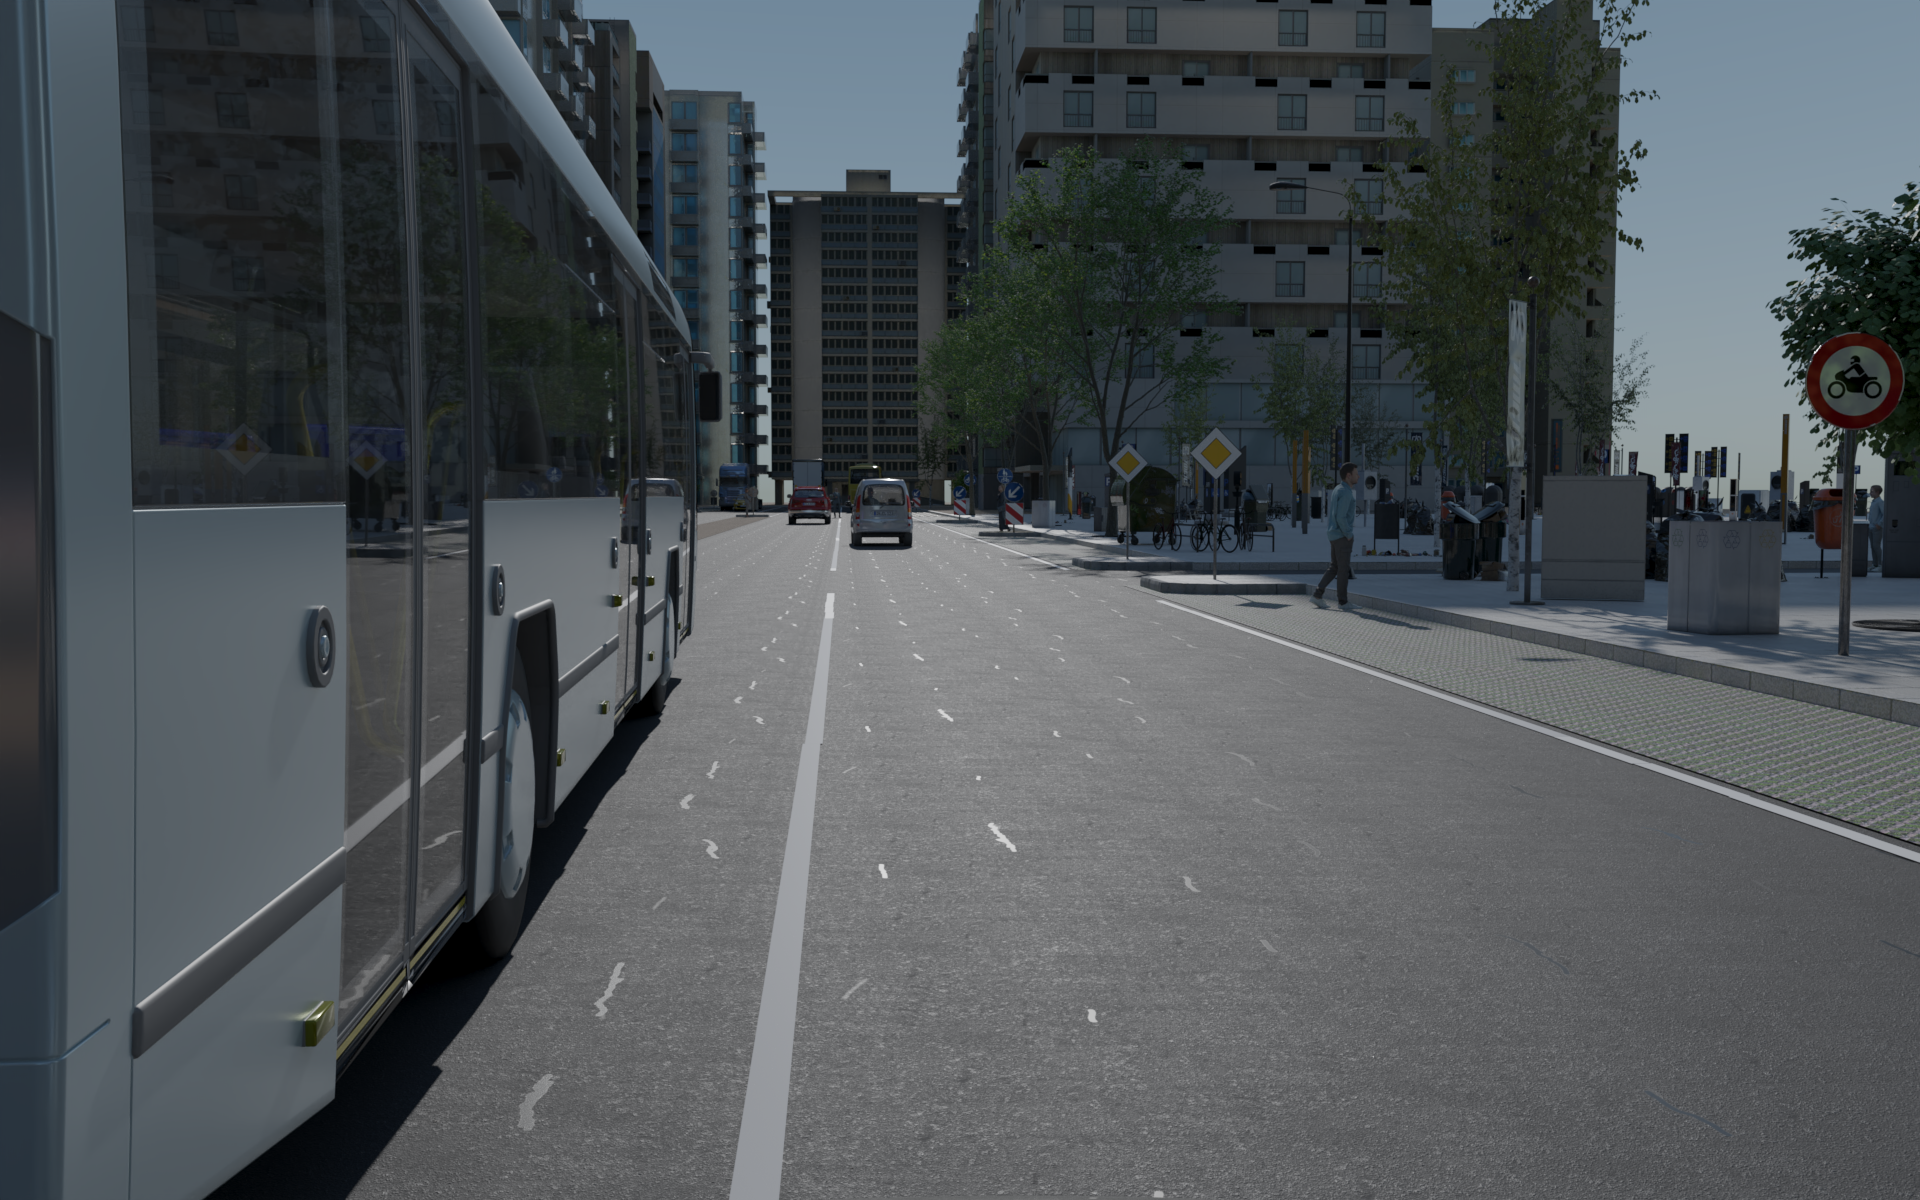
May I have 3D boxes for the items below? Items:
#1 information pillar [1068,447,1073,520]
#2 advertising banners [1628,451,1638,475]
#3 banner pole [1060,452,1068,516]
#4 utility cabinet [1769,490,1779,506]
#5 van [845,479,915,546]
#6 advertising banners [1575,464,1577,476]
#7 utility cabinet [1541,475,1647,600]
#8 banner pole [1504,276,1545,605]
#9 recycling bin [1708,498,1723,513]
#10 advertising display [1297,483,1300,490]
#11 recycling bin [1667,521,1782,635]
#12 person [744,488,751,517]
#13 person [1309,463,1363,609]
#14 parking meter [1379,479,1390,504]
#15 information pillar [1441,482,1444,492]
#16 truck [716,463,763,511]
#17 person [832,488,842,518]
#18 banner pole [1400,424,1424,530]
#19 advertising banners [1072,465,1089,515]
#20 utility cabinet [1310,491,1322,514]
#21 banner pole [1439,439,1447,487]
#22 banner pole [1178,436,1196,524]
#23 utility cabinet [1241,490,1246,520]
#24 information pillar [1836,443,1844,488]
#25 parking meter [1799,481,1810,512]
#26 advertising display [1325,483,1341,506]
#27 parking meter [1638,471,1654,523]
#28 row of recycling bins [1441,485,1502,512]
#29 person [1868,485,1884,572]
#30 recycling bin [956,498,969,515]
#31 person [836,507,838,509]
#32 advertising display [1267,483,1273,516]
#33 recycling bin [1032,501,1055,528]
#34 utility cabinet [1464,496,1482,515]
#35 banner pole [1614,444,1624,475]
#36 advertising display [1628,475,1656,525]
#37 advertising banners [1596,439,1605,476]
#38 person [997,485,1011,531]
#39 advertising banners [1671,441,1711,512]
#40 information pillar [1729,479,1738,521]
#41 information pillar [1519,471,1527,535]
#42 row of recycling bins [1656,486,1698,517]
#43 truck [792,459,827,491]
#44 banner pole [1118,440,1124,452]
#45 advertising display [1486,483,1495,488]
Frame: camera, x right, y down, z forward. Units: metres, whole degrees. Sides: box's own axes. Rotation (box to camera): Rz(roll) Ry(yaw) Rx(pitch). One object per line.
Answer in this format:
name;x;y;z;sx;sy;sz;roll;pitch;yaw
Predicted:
information pillar;5.513;-5.832;86.706;0.183;3.616;0.504;1;4;20
advertising banners;27.233;-4.614;71.630;0.090;3.025;2.074;-2;4;-24
banner pole;6.302;-6.882;102.543;0.863;3.779;0.401;-3;5;-40
utility cabinet;48.801;-5.861;104.502;0.318;1.500;1.173;-2;4;-29
van;-2.254;-2.583;49.245;2.013;2.044;4.112;0;4;-5
advertising banners;31.850;-5.692;89.251;0.090;3.025;2.074;1;4;12
utility cabinet;7.659;-0.749;20.932;1.173;1.500;0.318;1;4;22
banner pole;6.441;-1.825;19.859;0.401;3.779;0.863;3;5;42
recycling bin;46.951;-5.819;107.699;0.722;1.027;0.722;3;5;41
advertising display;18.904;-5.611;96.957;0.123;1.923;0.974;1;4;16
recycling bin;7.099;-0.217;16.100;0.722;1.027;0.722;-1;4;-12
person;-12.900;-5.921;105.589;0.573;1.790;0.520;-3;5;-43
person;4.688;-0.798;21.568;0.620;1.820;0.660;0;4;-4
parking meter;16.236;-3.701;66.215;0.399;1.863;0.255;-3;5;-41
information pillar;28.780;-6.030;103.074;0.304;2.012;0.304;2;4;32
truck;-19.800;-10.224;156.921;2.967;4.110;18.799;0;4;-2
person;-7.413;-5.867;104.601;0.661;1.801;0.590;-2;4;-28
banner pole;16.098;-4.383;61.681;0.863;3.779;0.401;-1;4;-15
advertising banners;7.238;-6.653;104.969;0.090;3.025;2.074;3;4;37
utility cabinet;22.055;-6.060;107.752;0.318;1.500;1.173;-2;4;-26
banner pole;21.843;-5.405;78.387;0.401;3.779;0.863;-1;4;-12
banner pole;9.706;-5.219;75.351;0.863;3.779;0.401;-3;4;-36
utility cabinet;14.234;-4.663;84.926;0.318;1.500;1.173;-2;4;-26
information pillar;35.673;-4.808;69.959;0.504;3.616;0.183;1;4;9
parking meter;36.530;-4.235;74.945;0.255;1.863;0.399;0;4;-7
advertising display;22.352;-6.014;103.549;0.974;1.923;0.123;1;4;18
parking meter;17.270;-2.319;43.627;0.399;1.863;0.255;1;4;23
row of recycling bins;23.866;-4.514;80.909;1.069;1.692;3.534;-2;4;-29
person;16.973;-1.333;32.098;0.330;1.601;0.589;1;4;14
recycling bin;0.204;-5.714;105.975;0.722;1.027;0.722;-1;4;-16
person;-12.110;-9.747;168.394;0.750;1.759;0.617;3;5;43
advertising display;18.293;-5.934;102.242;0.123;1.923;0.974;0;4;-4
recycling bin;3.205;-3.292;66.377;0.722;1.027;0.722;2;4;24
utility cabinet;19.394;-3.326;65.540;0.306;1.237;1.020;0;4;-6
banner pole;32.967;-5.914;86.706;0.863;3.779;0.401;-2;4;-30
advertising display;23.375;-3.320;59.491;0.974;1.923;0.123;1;4;21
advertising banners;20.519;-3.583;54.766;0.090;3.025;2.074;0;4;4
person;1.568;-3.286;62.647;0.534;1.772;0.576;-1;4;-13
advertising banners;24.071;-3.728;57.143;0.090;3.025;2.074;-1;4;-12
information pillar;37.199;-4.818;83.272;0.304;2.012;0.304;3;4;38
information pillar;17.582;-3.056;54.456;0.304;2.012;0.304;-2;4;-35
row of recycling bins;41.019;-5.743;101.011;3.534;1.692;1.069;1;4;12
truck;-12.622;-9.559;145.200;2.839;4.237;11.283;0;4;-3
banner pole;7.530;-5.574;81.145;0.401;3.779;0.863;-1;4;-14
advertising display;29.720;-5.631;97.276;0.974;1.923;0.123;-3;5;-44
